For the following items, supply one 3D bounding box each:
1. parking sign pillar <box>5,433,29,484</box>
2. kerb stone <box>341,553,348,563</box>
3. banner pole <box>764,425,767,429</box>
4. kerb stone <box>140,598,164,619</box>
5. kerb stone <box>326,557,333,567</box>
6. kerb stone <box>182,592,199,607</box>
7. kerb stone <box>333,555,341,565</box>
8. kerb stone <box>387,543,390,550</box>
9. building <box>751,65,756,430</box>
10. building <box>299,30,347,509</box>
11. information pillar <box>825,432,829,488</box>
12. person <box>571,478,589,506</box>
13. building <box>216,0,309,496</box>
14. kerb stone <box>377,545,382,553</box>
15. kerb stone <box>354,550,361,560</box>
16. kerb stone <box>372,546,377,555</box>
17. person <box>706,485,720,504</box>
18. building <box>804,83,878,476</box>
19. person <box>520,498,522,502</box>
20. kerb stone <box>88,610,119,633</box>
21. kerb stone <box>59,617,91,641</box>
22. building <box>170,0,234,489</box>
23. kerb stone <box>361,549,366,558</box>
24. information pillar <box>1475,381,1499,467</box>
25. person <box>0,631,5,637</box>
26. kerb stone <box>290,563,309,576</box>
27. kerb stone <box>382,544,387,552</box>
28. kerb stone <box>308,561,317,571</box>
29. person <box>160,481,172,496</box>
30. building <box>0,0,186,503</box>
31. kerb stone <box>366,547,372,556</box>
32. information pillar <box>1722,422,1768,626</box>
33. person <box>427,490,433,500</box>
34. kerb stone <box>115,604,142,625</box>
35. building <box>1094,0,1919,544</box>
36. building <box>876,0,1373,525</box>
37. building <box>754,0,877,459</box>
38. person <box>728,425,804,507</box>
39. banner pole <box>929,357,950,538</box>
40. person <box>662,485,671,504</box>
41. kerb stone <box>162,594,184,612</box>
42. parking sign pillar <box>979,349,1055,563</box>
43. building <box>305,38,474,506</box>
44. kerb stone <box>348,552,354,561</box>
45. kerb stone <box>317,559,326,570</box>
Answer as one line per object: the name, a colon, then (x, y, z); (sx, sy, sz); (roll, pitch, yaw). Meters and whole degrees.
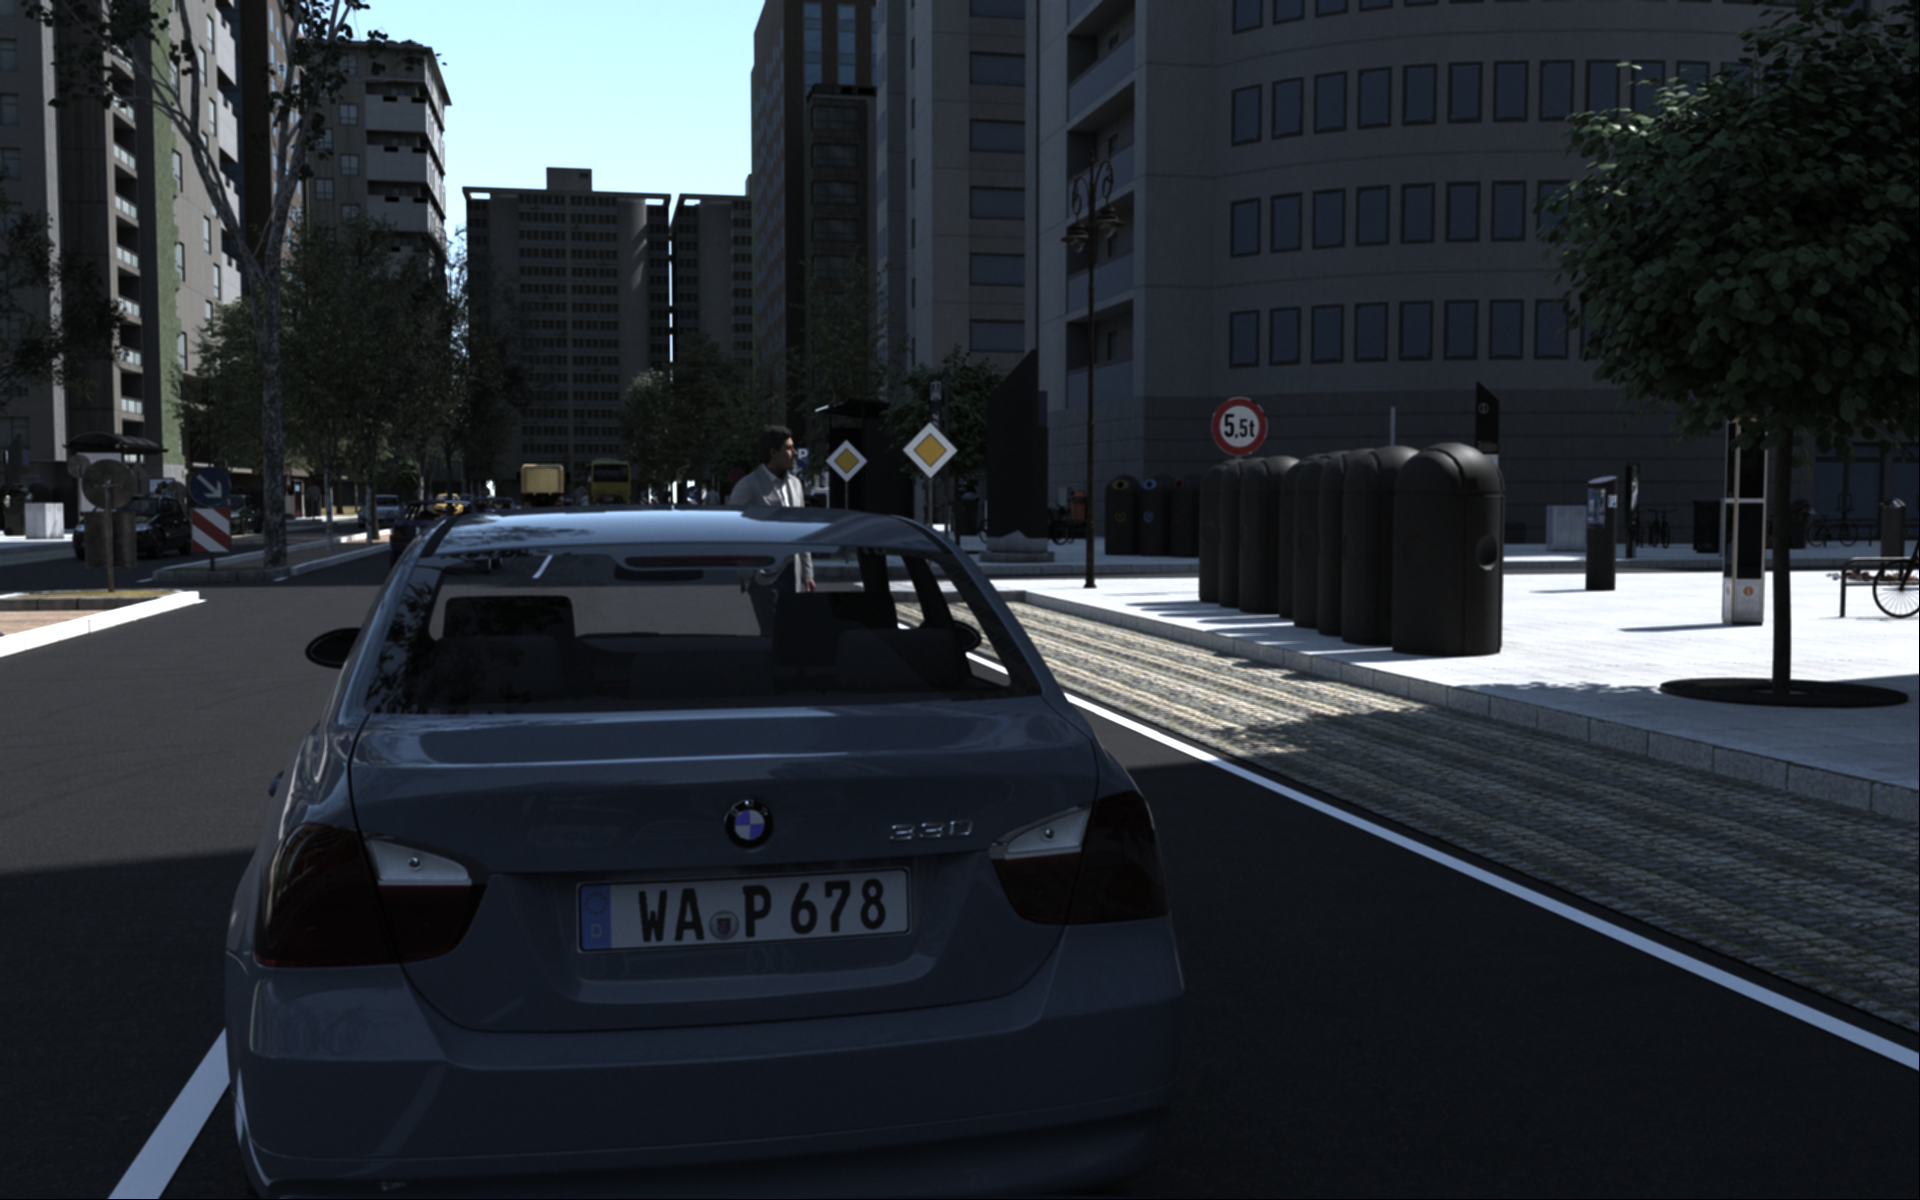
parking sign pillar: (-42.114, -5.436, 77.353); (1.447, 3.967, 1.447); (3, 4, 36)
kerb stone: (-12.884, -0.839, 35.919); (0.120, 0.150, 1.000); (-1, 4, -12)
banner pole: (-7.049, -4.446, 62.704); (0.401, 3.779, 0.863); (0, 4, -3)
kerb stone: (-9.555, 0.115, 20.319); (0.120, 0.150, 1.000); (-1, 4, -12)
kerb stone: (-12.463, -0.714, 33.911); (0.120, 0.150, 1.000); (-1, 4, -12)
kerb stone: (-9.984, -0.005, 22.318); (0.120, 0.150, 1.000); (-1, 4, -12)
kerb stone: (-12.669, -0.775, 34.916); (0.120, 0.150, 1.000); (-1, 4, -12)
kerb stone: (-14.595, -1.330, 43.943); (0.120, 0.150, 1.000); (-1, 4, -12)
building: (-13.301, -29.636, 168.144); (14.154, 41.232, 14.086); (-1, 4, -12)
building: (-70.817, -30.417, 151.937); (28.867, 44.769, 22.147); (-1, 4, -12)
information pillar: (-4.813, -4.476, 64.539); (0.504, 3.616, 0.183); (1, 4, 15)
person: (-9.379, -2.099, 42.922); (0.850, 1.850, 0.679); (0, 4, -3)
building: (-58.455, -29.466, 131.886); (14.600, 45.320, 14.200); (-1, 4, -12)
kerb stone: (-14.175, -1.208, 41.940); (0.120, 0.150, 1.000); (-1, 4, -12)
kerb stone: (-13.312, -0.962, 37.925); (0.120, 0.150, 1.000); (-1, 4, -12)
kerb stone: (-13.956, -1.142, 40.934); (0.120, 0.150, 1.000); (-1, 4, -12)
person: (-10.503, -3.986, 73.764); (0.635, 1.810, 0.391); (0, 4, 4)
building: (-4.566, -21.715, 126.748); (14.160, 30.474, 14.107); (-1, 4, -12)
person: (-30.020, -6.846, 120.561); (1.348, 1.807, 0.705); (1, 4, 12)
kerb stone: (-9.125, 0.240, 18.314); (0.120, 0.150, 1.000); (-1, 4, -12)
kerb stone: (-8.914, 0.306, 17.307); (0.120, 0.150, 1.000); (-1, 4, -12)
building: (-62.028, -31.809, 109.320); (28.713, 52.752, 27.495); (-1, 4, -12)
kerb stone: (-13.528, -1.023, 38.925); (0.120, 0.150, 1.000); (-1, 4, -12)
information pillar: (10.945, -2.735, 36.064); (0.504, 3.616, 0.183); (0, 4, -5)
person: (-9.147, -0.202, 16.067); (0.640, 1.303, 0.475); (1, 4, 11)
kerb stone: (-11.811, -0.526, 30.907); (0.120, 0.150, 1.000); (-1, 4, -12)
kerb stone: (-14.384, -1.268, 42.940); (0.120, 0.150, 1.000); (-1, 4, -12)
kerb stone: (-12.040, -0.594, 31.903); (0.120, 0.150, 1.000); (-1, 4, -12)
person: (-23.431, -2.591, 51.040); (0.419, 1.800, 0.721); (-1, 4, -16)
building: (-48.657, -24.696, 87.380); (14.154, 41.232, 14.086); (-1, 4, -12)
kerb stone: (-13.740, -1.083, 39.935); (0.120, 0.150, 1.000); (-1, 4, -12)
information pillar: (7.687, -0.762, 16.957); (0.304, 2.012, 0.304); (0, 4, 5)
person: (-39.798, -7.396, 130.092); (0.621, 1.740, 0.551); (-1, 4, -17)
kerb stone: (-9.340, 0.176, 19.313); (0.120, 0.150, 1.000); (-1, 4, -12)
building: (17.812, -31.274, 53.336); (28.212, 58.520, 21.231); (-1, 4, -12)
building: (6.074, -33.704, 93.058); (21.231, 58.520, 28.212); (-1, 4, -12)
building: (-10.626, -30.818, 153.978); (14.600, 45.320, 14.200); (-1, 4, -12)
person: (-1.199, -0.133, 10.517); (0.795, 1.843, 0.661); (3, 5, 40)
banner pole: (-0.364, -2.561, 31.894); (0.401, 3.779, 0.863); (-2, 4, -31)
person: (-14.772, -4.820, 86.670); (0.648, 1.900, 0.474); (3, 4, 38)
kerb stone: (-9.767, 0.054, 21.319); (0.120, 0.150, 1.000); (-1, 4, -12)
parking sign pillar: (1.081, -2.715, 32.856); (1.447, 3.967, 1.447); (-3, 5, -40)
building: (-71.730, -37.443, 201.438); (27.495, 52.752, 28.713); (-1, 4, -12)
kerb stone: (-13.096, -0.901, 36.924); (0.120, 0.150, 1.000); (-1, 4, -12)
kerb stone: (-12.245, -0.655, 32.912); (0.120, 0.150, 1.000); (-1, 4, -12)
